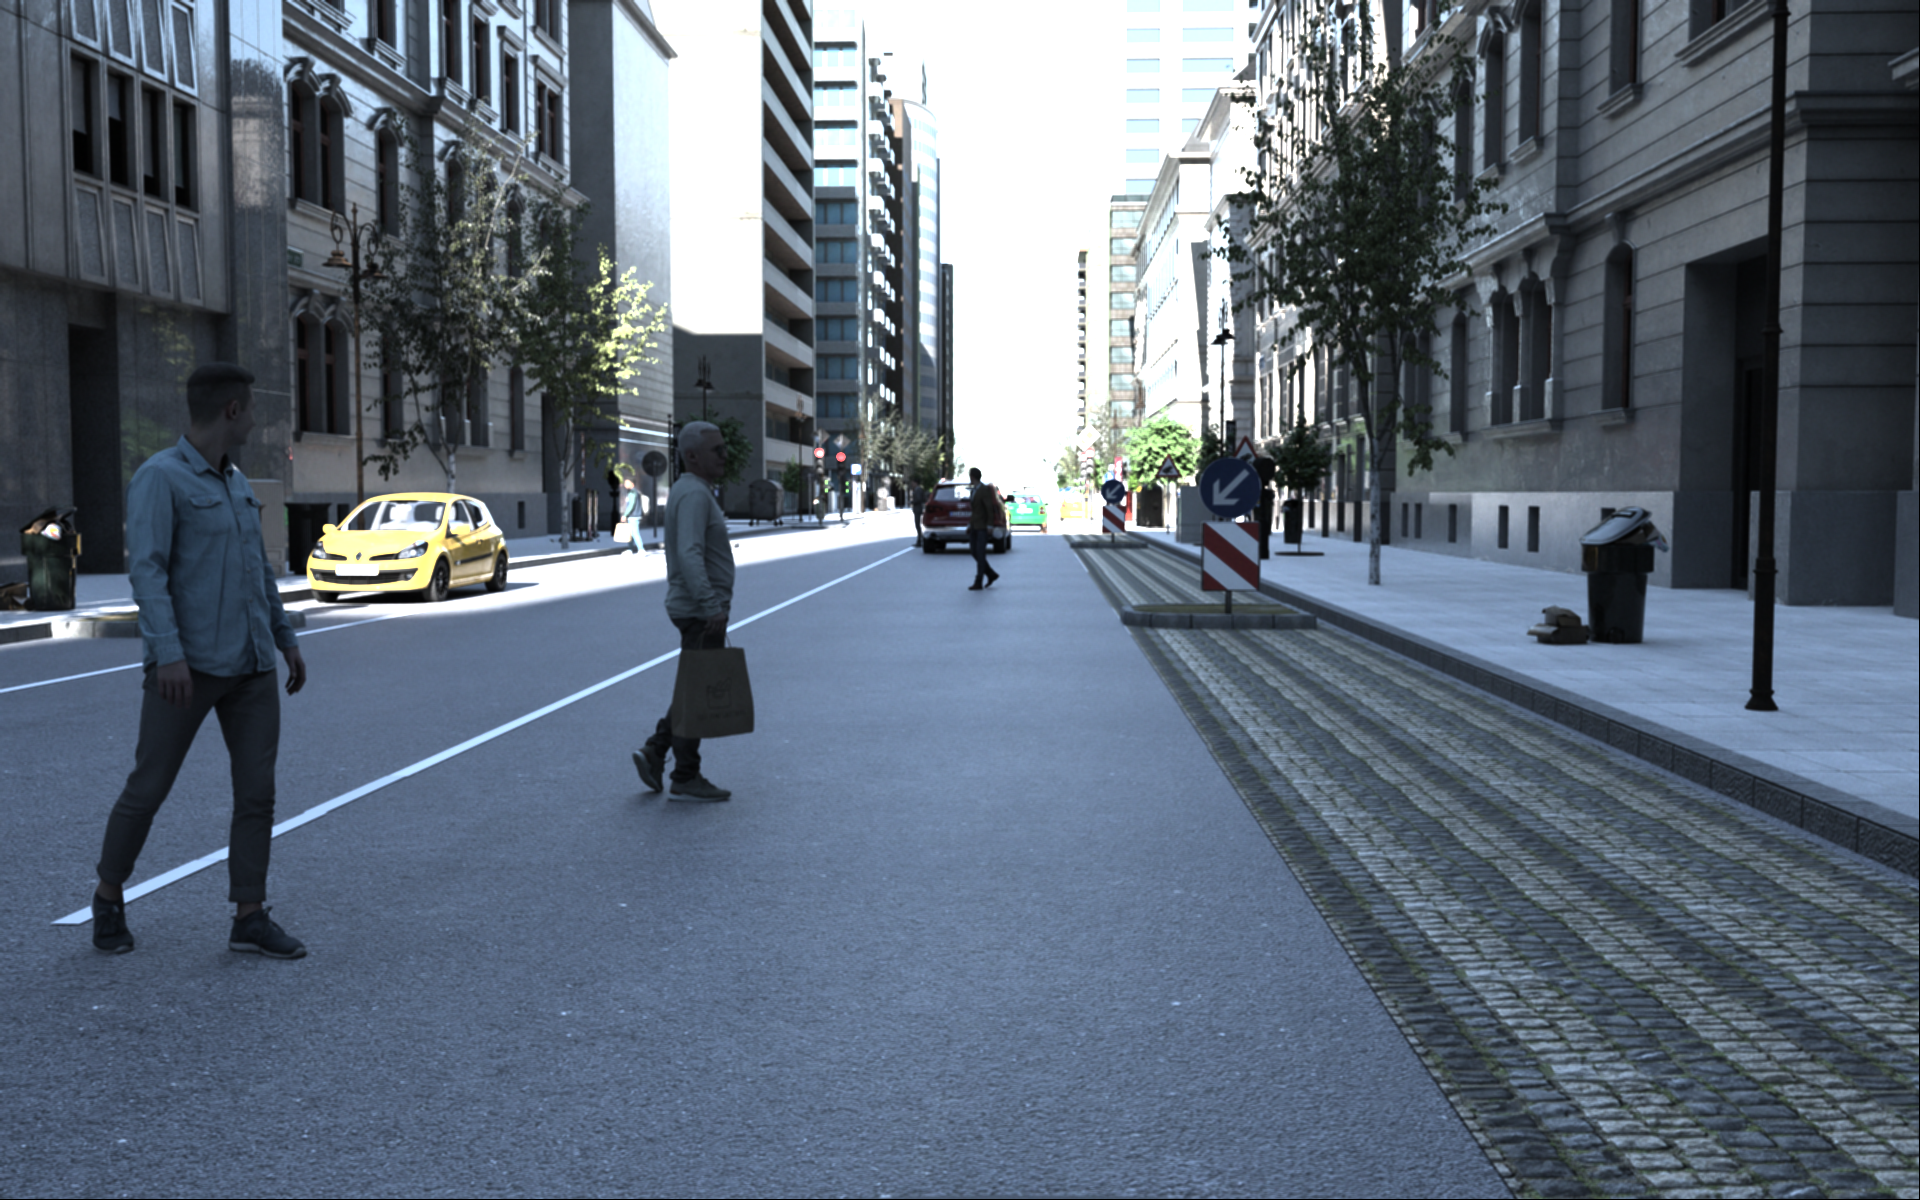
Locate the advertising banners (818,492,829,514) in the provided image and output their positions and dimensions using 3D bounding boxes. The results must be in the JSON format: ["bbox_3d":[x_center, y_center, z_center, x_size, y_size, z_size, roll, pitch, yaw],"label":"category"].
[{"bbox_3d":[-9.455,-7.046,111.391,2.074,3.025,0.090,-1,4,-17],"label":"advertising banners"}]

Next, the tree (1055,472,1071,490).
[{"bbox_3d":[14.302,-13.831,209.843,4.285,4.588,4.351,0,3,0],"label":"tree"}]

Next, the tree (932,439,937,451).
[{"bbox_3d":[-4.439,-12.132,148.727,4.360,8.622,3.978,0,3,0],"label":"tree"}]

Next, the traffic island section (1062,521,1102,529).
[{"bbox_3d":[5.675,-3.483,79.236,2.009,0.180,2.903,0,4,2],"label":"traffic island section"}]

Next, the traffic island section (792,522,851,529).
[{"bbox_3d":[-5.795,-3.025,71.734,2.009,0.180,2.903,0,4,2],"label":"traffic island section"}]

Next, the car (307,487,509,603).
[{"bbox_3d":[-7.635,-0.851,24.130,2.015,1.641,3.980,0,4,3],"label":"car"}]

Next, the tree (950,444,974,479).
[{"bbox_3d":[0.068,-18.675,255.692,4.360,8.622,3.978,0,3,0],"label":"tree"}]

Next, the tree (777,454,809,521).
[{"bbox_3d":[-7.876,-5.406,82.989,1.663,3.219,1.824,0,3,0],"label":"tree"}]

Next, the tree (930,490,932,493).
[{"bbox_3d":[-2.831,-12.231,194.573,1.663,3.219,1.824,0,3,0],"label":"tree"}]

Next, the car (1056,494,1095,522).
[{"bbox_3d":[6.004,-4.865,89.766,2.015,1.641,3.980,0,4,2],"label":"car"}]

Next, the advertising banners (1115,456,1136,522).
[{"bbox_3d":[7.832,-5.123,79.941,0.090,3.025,2.074,-3,4,-37],"label":"advertising banners"}]

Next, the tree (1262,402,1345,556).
[{"bbox_3d":[7.128,-2.561,36.476,1.663,3.219,1.824,0,3,0],"label":"tree"}]

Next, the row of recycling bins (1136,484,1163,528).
[{"bbox_3d":[7.467,-3.718,67.908,1.069,1.692,3.534,0,4,3],"label":"row of recycling bins"}]

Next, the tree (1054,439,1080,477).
[{"bbox_3d":[14.099,-16.496,220.077,4.737,8.622,4.395,0,3,0],"label":"tree"}]

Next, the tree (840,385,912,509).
[{"bbox_3d":[-6.357,-10.246,117.884,4.360,8.622,3.978,0,3,0],"label":"tree"}]

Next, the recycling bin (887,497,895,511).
[{"bbox_3d":[-5.350,-7.267,131.364,0.722,1.027,0.722,1,4,9],"label":"recycling bin"}]

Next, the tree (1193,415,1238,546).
[{"bbox_3d":[6.228,-2.948,42.793,1.663,3.219,1.824,0,3,0],"label":"tree"}]

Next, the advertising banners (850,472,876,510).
[{"bbox_3d":[-7.837,-8.778,139.704,2.074,3.025,0.090,0,4,7],"label":"advertising banners"}]

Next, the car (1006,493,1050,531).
[{"bbox_3d":[2.452,-3.508,66.159,1.959,1.807,4.718,0,4,2],"label":"car"}]

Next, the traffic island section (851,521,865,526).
[{"bbox_3d":[-5.456,-3.513,79.712,2.009,0.180,2.903,0,4,2],"label":"traffic island section"}]

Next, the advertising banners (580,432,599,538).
[{"bbox_3d":[-10.604,-3.262,49.518,0.090,3.025,2.074,0,4,1],"label":"advertising banners"}]

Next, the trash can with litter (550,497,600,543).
[{"bbox_3d":[-10.542,-2.175,46.613,1.678,1.210,2.233,1,4,8],"label":"trash can with litter"}]

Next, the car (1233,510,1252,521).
[{"bbox_3d":[13.495,-3.791,73.984,4.499,1.417,2.014,0,4,4],"label":"car"}]

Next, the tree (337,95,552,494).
[{"bbox_3d":[-9.634,-5.023,32.485,4.360,8.622,3.978,0,3,0],"label":"tree"}]

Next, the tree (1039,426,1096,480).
[{"bbox_3d":[14.775,-18.495,236.806,8.767,10.594,7.601,1,4,15],"label":"tree"}]

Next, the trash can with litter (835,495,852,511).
[{"bbox_3d":[-8.922,-7.179,128.432,2.233,1.210,1.678,-1,4,-15],"label":"trash can with litter"}]

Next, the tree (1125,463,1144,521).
[{"bbox_3d":[8.359,-5.364,82.300,1.663,3.219,1.824,0,3,0],"label":"tree"}]

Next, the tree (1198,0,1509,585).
[{"bbox_3d":[5.702,-4.514,24.170,4.737,8.622,4.395,0,3,0],"label":"tree"}]

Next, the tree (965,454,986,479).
[{"bbox_3d":[2.431,-22.000,310.066,4.737,8.622,4.395,0,3,0],"label":"tree"}]

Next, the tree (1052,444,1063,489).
[{"bbox_3d":[12.640,-14.978,195.248,4.360,8.622,3.978,0,3,0],"label":"tree"}]

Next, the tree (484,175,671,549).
[{"bbox_3d":[-9.112,-5.491,40.148,4.737,8.622,4.395,0,3,0],"label":"tree"}]

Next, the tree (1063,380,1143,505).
[{"bbox_3d":[9.358,-9.802,110.624,4.360,8.622,3.978,0,3,0],"label":"tree"}]

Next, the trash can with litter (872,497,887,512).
[{"bbox_3d":[-5.628,-6.764,121.986,1.055,1.170,0.624,-2,4,-24],"label":"trash can with litter"}]

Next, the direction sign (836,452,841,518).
[{"bbox_3d":[-6.503,-6.219,93.673,0.379,3.537,0.876,0,4,7],"label":"direction sign"}]

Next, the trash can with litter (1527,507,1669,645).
[{"bbox_3d":[5.477,-0.214,14.885,1.055,1.170,0.624,-1,4,-18],"label":"trash can with litter"}]

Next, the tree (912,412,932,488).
[{"bbox_3d":[-5.319,-11.233,134.018,4.360,8.622,3.978,0,3,0],"label":"tree"}]

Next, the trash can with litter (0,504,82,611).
[{"bbox_3d":[-10.257,-0.470,19.072,1.055,1.170,0.624,0,4,6],"label":"trash can with litter"}]

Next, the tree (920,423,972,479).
[{"bbox_3d":[-2.376,-17.915,227.315,8.767,10.594,7.601,1,4,9],"label":"tree"}]

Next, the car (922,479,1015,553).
[{"bbox_3d":[0.216,-2.133,43.545,2.281,1.827,5.304,0,4,4],"label":"car"}]

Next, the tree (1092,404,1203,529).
[{"bbox_3d":[7.411,-4.875,63.426,4.285,4.588,4.351,0,3,0],"label":"tree"}]

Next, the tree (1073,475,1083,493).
[{"bbox_3d":[10.817,-9.583,151.282,1.663,3.219,1.824,0,3,0],"label":"tree"}]

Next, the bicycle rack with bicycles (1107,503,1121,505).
[{"bbox_3d":[10.807,-6.176,114.360,2.852,0.926,2.925,0,4,-5],"label":"bicycle rack with bicycles"}]

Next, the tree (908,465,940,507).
[{"bbox_3d":[-3.697,-11.785,176.401,4.285,4.588,4.351,0,3,0],"label":"tree"}]

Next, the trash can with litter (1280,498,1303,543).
[{"bbox_3d":[8.611,-2.066,45.173,0.624,1.170,1.055,0,4,5],"label":"trash can with litter"}]

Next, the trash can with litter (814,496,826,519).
[{"bbox_3d":[-7.193,-4.731,88.734,0.624,1.170,1.055,0,4,-6],"label":"trash can with litter"}]

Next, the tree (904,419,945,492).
[{"bbox_3d":[-3.629,-13.388,169.257,4.737,8.622,4.395,0,3,0],"label":"tree"}]

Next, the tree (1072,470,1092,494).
[{"bbox_3d":[10.778,-8.916,129.485,4.285,4.588,4.351,0,3,0],"label":"tree"}]

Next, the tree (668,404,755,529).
[{"bbox_3d":[-9.109,-4.851,63.024,4.285,4.588,4.351,0,3,0],"label":"tree"}]

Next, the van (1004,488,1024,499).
[{"bbox_3d":[3.897,-7.177,124.360,2.013,2.044,4.112,0,4,1],"label":"van"}]
